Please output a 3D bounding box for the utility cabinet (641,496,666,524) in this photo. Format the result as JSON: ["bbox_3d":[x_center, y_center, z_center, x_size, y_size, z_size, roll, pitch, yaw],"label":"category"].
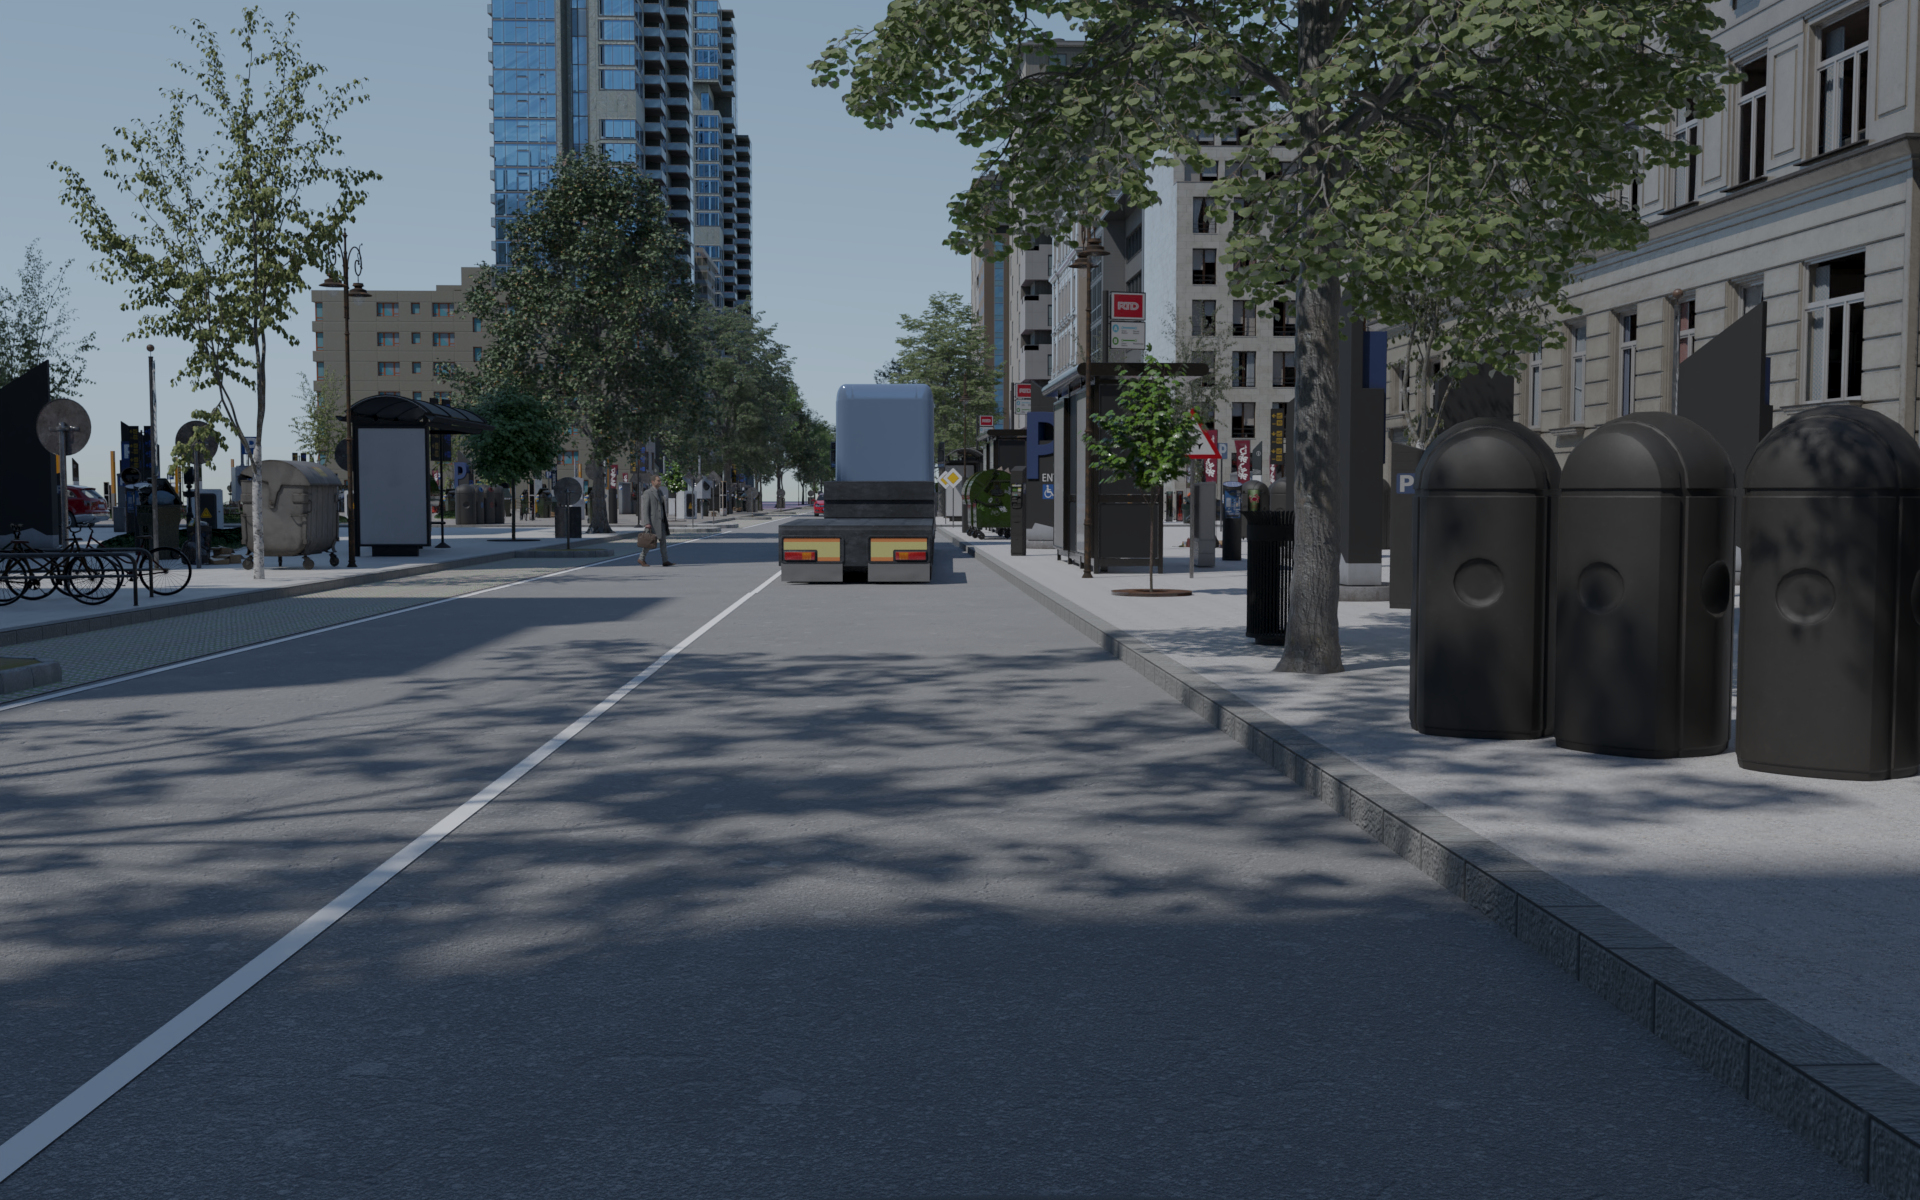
[{"bbox_3d":[-12.940,-3.793,73.185,1.020,1.237,0.306,0,4,-4],"label":"utility cabinet"}]

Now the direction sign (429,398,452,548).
[{"bbox_3d":[-12.326,-3.007,41.165,0.379,3.537,0.876,1,4,14],"label":"direction sign"}]

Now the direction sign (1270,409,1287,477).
[{"bbox_3d":[8.654,-3.296,45.886,0.876,3.537,0.379,0,4,4],"label":"direction sign"}]

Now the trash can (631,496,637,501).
[{"bbox_3d":[-22.783,-6.666,120.642,0.748,1.137,0.748,0,3,0],"label":"trash can"}]

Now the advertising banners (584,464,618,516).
[{"bbox_3d":[-21.224,-6.496,102.392,2.074,3.025,0.090,0,4,2],"label":"advertising banners"}]

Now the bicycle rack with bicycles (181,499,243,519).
[{"bbox_3d":[-36.567,-4.365,84.757,2.925,0.926,2.852,3,4,39],"label":"bicycle rack with bicycles"}]

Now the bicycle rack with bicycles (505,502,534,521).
[{"bbox_3d":[-21.447,-4.277,83.316,2.852,0.926,2.925,0,4,-4],"label":"bicycle rack with bicycles"}]

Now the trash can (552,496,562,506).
[{"bbox_3d":[-24.057,-5.603,103.257,0.748,1.137,0.748,0,3,0],"label":"trash can"}]

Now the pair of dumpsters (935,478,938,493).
[{"bbox_3d":[-1.312,-6.298,105.471,1.574,2.255,4.437,0,4,-3],"label":"pair of dumpsters"}]

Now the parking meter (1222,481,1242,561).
[{"bbox_3d":[5.247,-1.528,33.397,0.372,1.533,0.369,0,3,0],"label":"parking meter"}]

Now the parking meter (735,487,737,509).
[{"bbox_3d":[-18.750,-8.538,145.308,0.255,1.863,0.399,0,4,4],"label":"parking meter"}]

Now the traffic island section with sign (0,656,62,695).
[{"bbox_3d":[-7.803,-0.244,12.623,1.989,1.847,2.006,0,4,-3],"label":"traffic island section with sign"}]

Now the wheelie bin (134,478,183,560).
[{"bbox_3d":[-15.667,-1.589,33.884,0.980,1.594,0.693,2,4,33],"label":"wheelie bin"}]

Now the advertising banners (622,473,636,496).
[{"bbox_3d":[-26.518,-8.845,140.809,2.074,3.025,0.090,1,4,17],"label":"advertising banners"}]

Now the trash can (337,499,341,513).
[{"bbox_3d":[-48.136,-7.403,132.687,0.748,1.137,0.748,0,3,0],"label":"trash can"}]

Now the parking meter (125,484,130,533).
[{"bbox_3d":[-20.792,-2.152,43.593,0.372,1.533,0.369,0,3,0],"label":"parking meter"}]

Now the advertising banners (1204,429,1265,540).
[{"bbox_3d":[7.293,-3.066,46.318,0.090,3.025,2.074,-3,5,-44],"label":"advertising banners"}]

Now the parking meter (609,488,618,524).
[{"bbox_3d":[-14.987,-4.062,74.826,0.372,1.533,0.369,0,3,0],"label":"parking meter"}]

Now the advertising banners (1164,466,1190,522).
[{"bbox_3d":[10.186,-5.151,80.404,2.074,3.025,0.090,-3,5,-44],"label":"advertising banners"}]

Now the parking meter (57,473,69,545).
[{"bbox_3d":[-22.755,-2.326,43.738,0.399,1.863,0.255,-2,4,-30],"label":"parking meter"}]

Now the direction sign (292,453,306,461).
[{"bbox_3d":[-36.133,-6.288,94.800,0.379,3.537,0.876,2,4,34],"label":"direction sign"}]

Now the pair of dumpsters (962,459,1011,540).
[{"bbox_3d":[0.922,-2.930,50.401,1.574,2.255,4.437,0,4,-2],"label":"pair of dumpsters"}]

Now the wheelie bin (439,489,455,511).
[{"bbox_3d":[-29.007,-5.568,98.943,0.980,1.594,0.693,-2,4,-34],"label":"wheelie bin"}]

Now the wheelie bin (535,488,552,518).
[{"bbox_3d":[-22.188,-5.175,92.516,0.693,1.594,0.980,2,4,32],"label":"wheelie bin"}]

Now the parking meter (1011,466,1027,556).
[{"bbox_3d":[1.215,-1.848,35.933,0.255,1.863,0.399,1,4,17],"label":"parking meter"}]

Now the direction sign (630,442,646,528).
[{"bbox_3d":[-12.257,-4.524,65.959,0.876,3.537,0.379,3,4,39],"label":"direction sign"}]

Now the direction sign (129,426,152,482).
[{"bbox_3d":[-27.067,-3.997,57.356,0.876,3.537,0.379,0,4,7],"label":"direction sign"}]

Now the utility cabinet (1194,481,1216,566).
[{"bbox_3d":[4.307,-1.350,30.757,0.318,1.500,1.173,0,4,1],"label":"utility cabinet"}]

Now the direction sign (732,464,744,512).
[{"bbox_3d":[-15.635,-7.946,121.912,0.876,3.537,0.379,1,4,9],"label":"direction sign"}]

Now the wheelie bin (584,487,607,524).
[{"bbox_3d":[-15.792,-4.115,75.192,0.980,1.594,0.693,-2,4,-24],"label":"wheelie bin"}]

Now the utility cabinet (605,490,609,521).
[{"bbox_3d":[-16.672,-4.462,81.633,0.318,1.500,1.173,0,4,-8],"label":"utility cabinet"}]

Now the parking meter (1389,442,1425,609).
[{"bbox_3d":[5.033,-0.835,19.368,0.399,1.863,0.255,2,4,30],"label":"parking meter"}]

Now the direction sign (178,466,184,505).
[{"bbox_3d":[-63.137,-9.095,140.705,0.876,3.537,0.379,-1,4,-20],"label":"direction sign"}]

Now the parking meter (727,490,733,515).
[{"bbox_3d":[-14.440,-6.027,106.954,0.372,1.533,0.369,0,3,0],"label":"parking meter"}]

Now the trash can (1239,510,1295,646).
[{"bbox_3d":[2.758,-0.193,14.817,0.748,1.137,0.748,0,3,0],"label":"trash can"}]

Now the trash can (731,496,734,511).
[{"bbox_3d":[-15.031,-6.161,112.388,0.748,1.137,0.748,0,3,0],"label":"trash can"}]

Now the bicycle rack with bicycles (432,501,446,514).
[{"bbox_3d":[-36.346,-6.481,119.341,2.925,0.926,2.852,-1,4,-9],"label":"bicycle rack with bicycles"}]

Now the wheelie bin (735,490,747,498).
[{"bbox_3d":[-17.953,-8.200,141.982,0.980,1.594,0.693,0,4,-8],"label":"wheelie bin"}]

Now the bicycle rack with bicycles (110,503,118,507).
[{"bbox_3d":[-63.149,-7.037,128.444,2.852,0.926,2.925,2,4,33],"label":"bicycle rack with bicycles"}]

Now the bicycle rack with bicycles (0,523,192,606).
[{"bbox_3d":[-10.774,-0.432,20.451,2.925,0.926,2.852,-1,4,-18],"label":"bicycle rack with bicycles"}]

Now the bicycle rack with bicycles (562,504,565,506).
[{"bbox_3d":[-25.529,-5.932,110.366,2.852,0.926,2.925,3,4,36],"label":"bicycle rack with bicycles"}]

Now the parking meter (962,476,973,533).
[{"bbox_3d":[0.274,-3.143,57.105,0.399,1.863,0.255,-1,4,-12],"label":"parking meter"}]

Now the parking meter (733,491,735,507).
[{"bbox_3d":[-19.461,-8.552,148.237,0.372,1.533,0.369,0,3,0],"label":"parking meter"}]

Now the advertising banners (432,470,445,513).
[{"bbox_3d":[-37.924,-8.029,127.462,2.074,3.025,0.090,1,4,17],"label":"advertising banners"}]

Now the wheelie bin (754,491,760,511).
[{"bbox_3d":[-15.504,-7.609,132.319,0.693,1.594,0.980,0,4,5],"label":"wheelie bin"}]

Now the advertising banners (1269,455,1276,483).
[{"bbox_3d":[9.830,-3.635,55.622,2.074,3.025,0.090,1,4,17],"label":"advertising banners"}]

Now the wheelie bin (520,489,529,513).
[{"bbox_3d":[-28.279,-6.422,112.905,0.693,1.594,0.980,0,4,4],"label":"wheelie bin"}]

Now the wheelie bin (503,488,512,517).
[{"bbox_3d":[-25.713,-5.480,97.504,0.693,1.594,0.980,3,5,43],"label":"wheelie bin"}]

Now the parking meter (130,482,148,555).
[{"bbox_3d":[-17.125,-1.709,36.349,0.372,1.533,0.369,0,3,0],"label":"parking meter"}]

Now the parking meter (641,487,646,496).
[{"bbox_3d":[-25.582,-8.217,140.053,0.255,1.863,0.399,-3,5,-43],"label":"parking meter"}]
